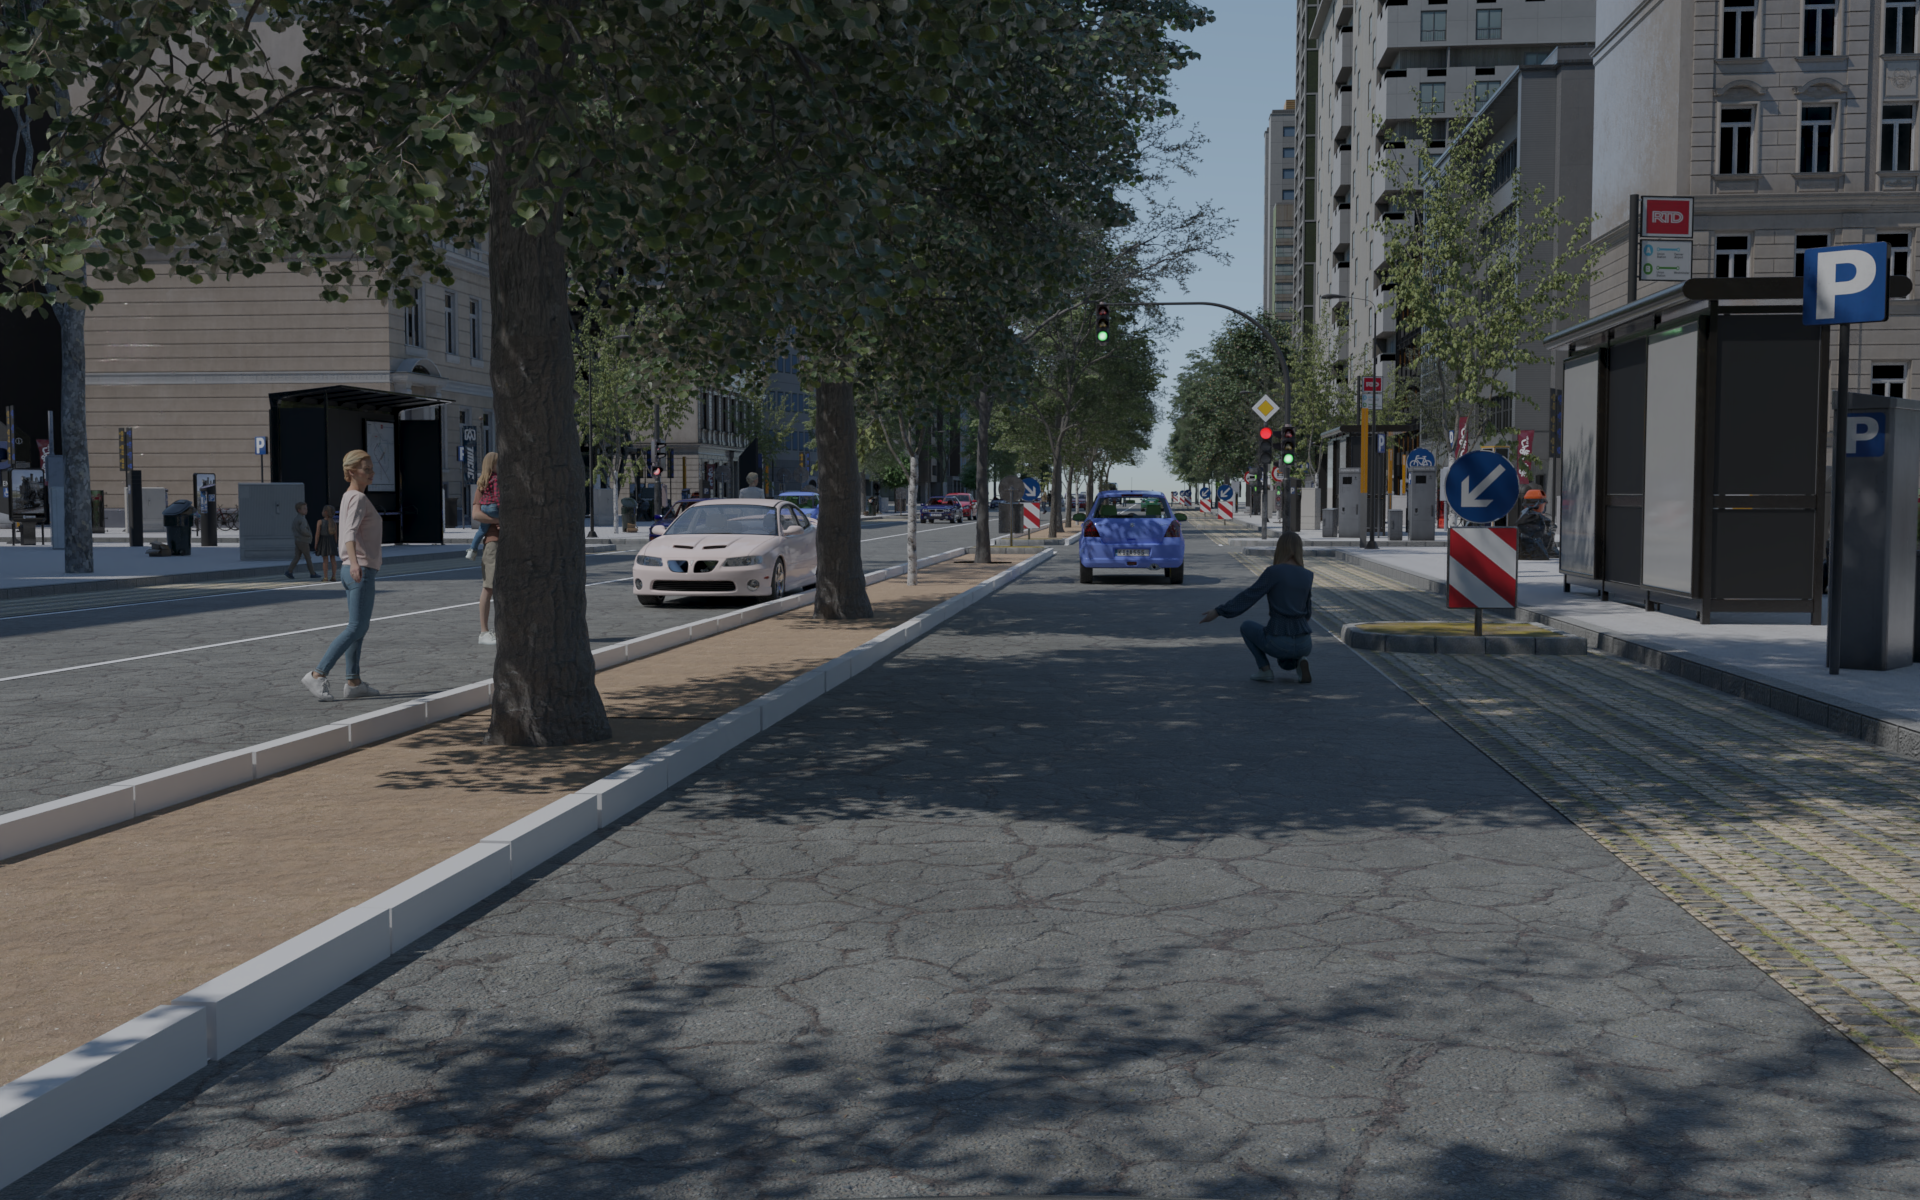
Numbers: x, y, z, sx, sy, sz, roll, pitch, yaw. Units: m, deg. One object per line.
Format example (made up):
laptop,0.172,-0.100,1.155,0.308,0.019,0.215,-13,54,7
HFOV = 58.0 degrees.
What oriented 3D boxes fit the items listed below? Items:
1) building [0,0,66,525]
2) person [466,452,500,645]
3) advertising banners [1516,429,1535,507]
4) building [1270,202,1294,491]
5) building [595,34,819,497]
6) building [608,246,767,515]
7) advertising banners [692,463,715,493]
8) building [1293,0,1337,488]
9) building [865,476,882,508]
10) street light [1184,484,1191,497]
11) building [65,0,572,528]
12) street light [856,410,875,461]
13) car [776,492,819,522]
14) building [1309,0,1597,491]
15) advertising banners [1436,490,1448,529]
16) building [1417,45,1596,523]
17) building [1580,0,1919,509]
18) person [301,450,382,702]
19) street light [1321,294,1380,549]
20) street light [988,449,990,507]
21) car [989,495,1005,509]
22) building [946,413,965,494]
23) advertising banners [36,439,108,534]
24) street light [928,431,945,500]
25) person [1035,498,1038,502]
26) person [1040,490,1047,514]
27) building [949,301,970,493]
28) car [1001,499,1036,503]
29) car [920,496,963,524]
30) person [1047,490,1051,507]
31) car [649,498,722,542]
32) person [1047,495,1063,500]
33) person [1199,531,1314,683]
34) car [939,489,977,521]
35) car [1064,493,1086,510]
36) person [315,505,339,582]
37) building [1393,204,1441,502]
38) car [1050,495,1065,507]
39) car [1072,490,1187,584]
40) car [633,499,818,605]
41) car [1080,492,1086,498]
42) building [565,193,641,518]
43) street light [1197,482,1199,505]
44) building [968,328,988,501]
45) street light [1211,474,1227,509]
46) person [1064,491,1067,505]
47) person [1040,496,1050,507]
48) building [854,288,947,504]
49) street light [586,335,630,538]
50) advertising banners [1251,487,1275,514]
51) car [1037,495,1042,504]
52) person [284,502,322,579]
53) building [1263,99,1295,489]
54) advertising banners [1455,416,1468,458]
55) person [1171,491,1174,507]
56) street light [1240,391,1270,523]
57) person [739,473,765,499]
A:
building,-46.096,-14.740,70.671,15.834,23.373,12.332,0,4,6
person,-4.426,-0.495,16.568,0.573,1.828,0.580,-1,4,-11
advertising banners,14.879,-3.151,47.707,0.090,3.025,2.074,-3,4,-39
building,50.904,-34.267,243.852,14.154,41.232,14.086,0,4,6
building,-22.231,-36.665,141.466,21.231,58.520,28.212,0,4,6
building,-19.750,-15.390,116.258,10.561,19.102,19.286,0,4,6
advertising banners,-15.066,-6.335,99.768,2.074,3.025,0.090,-2,4,-28
building,52.362,-48.141,225.352,20.563,71.187,20.611,0,4,6
building,-24.491,-29.179,168.951,32.217,40.220,23.993,0,4,6
street light,26.910,-13.874,199.387,1.470,5.913,1.316,0,4,6
building,-26.194,-17.619,73.981,13.634,28.700,20.117,0,4,6
street light,-5.184,-7.564,96.212,1.470,5.913,1.316,0,4,6
car,-5.264,-2.845,56.099,1.945,1.707,3.694,0,4,5
building,49.934,-35.566,170.746,28.713,52.752,27.495,0,4,6
advertising banners,17.767,-4.133,63.756,0.090,3.025,2.074,-2,4,-34
building,33.316,-16.579,90.134,14.314,24.678,30.058,0,4,6
building,36.456,-16.174,61.710,25.104,27.353,12.463,0,4,6
person,-4.294,-0.177,12.071,0.598,1.740,0.731,-3,4,-38
street light,9.064,-4.141,40.246,1.470,5.913,1.316,0,4,6
street light,3.357,-12.283,173.362,1.470,5.913,1.316,0,4,6
car,3.758,-9.138,161.982,1.945,1.354,3.894,0,4,6
building,-9.979,-49.407,246.053,20.563,71.187,20.611,0,4,6
advertising banners,-28.543,-3.639,55.689,0.090,3.025,2.074,3,5,45
street light,-1.763,-9.478,127.505,1.470,5.913,1.316,0,4,6
person,6.641,-8.555,151.632,0.557,1.426,1.065,1,4,17
person,5.998,-7.068,123.972,0.656,1.842,0.836,2,4,26
building,-6.066,-37.558,264.184,14.600,45.320,14.200,0,4,6
car,3.253,-4.995,93.667,2.014,1.417,4.499,1,4,8
car,-0.903,-4.460,85.507,1.945,1.354,3.894,0,4,8
person,9.954,-11.200,191.254,1.348,1.869,0.705,-1,4,-12
car,-5.963,-1.679,40.038,1.945,1.354,3.894,0,4,6
person,7.678,-8.030,139.819,1.348,1.821,0.705,0,4,6
person,2.359,0.041,13.322,1.012,1.151,0.738,-1,4,-11
car,-0.090,-5.261,95.056,2.155,1.783,4.494,0,4,6
car,10.295,-8.797,152.871,2.155,1.783,4.494,0,4,4
person,-10.329,-0.921,28.221,0.362,1.253,0.373,-3,5,-41
building,35.873,-17.347,113.300,12.332,23.373,15.834,0,4,6
car,11.033,-11.349,197.555,2.014,1.417,4.499,0,4,5
car,2.843,-1.185,28.968,1.945,1.707,3.694,0,4,4
car,-3.054,-0.700,23.802,2.083,1.381,4.827,0,4,7
car,18.782,-15.335,259.400,2.281,1.827,5.304,0,4,6
building,-26.182,-13.810,93.239,16.820,18.784,16.811,0,4,6
street light,21.850,-11.095,153.942,1.470,5.913,1.316,0,4,6
building,-3.104,-36.366,278.183,14.154,41.232,14.086,0,4,6
street light,18.441,-9.221,123.298,1.470,5.913,1.316,0,4,6
person,14.175,-13.543,229.798,0.709,1.838,0.599,0,4,5
person,9.306,-11.044,189.772,1.217,1.736,0.721,-2,4,-30
building,-9.478,-27.973,229.058,14.160,30.474,14.107,0,4,6
street light,-10.291,-4.784,50.757,1.470,5.913,1.316,0,4,6
advertising banners,19.615,-7.026,111.055,2.074,3.025,0.090,0,4,-4
car,9.742,-12.399,215.304,1.945,1.354,3.894,0,4,7
person,-11.123,-1.007,29.235,0.475,1.303,0.640,2,4,35
building,56.866,-44.183,264.393,21.231,58.520,28.212,0,4,6
advertising banners,11.458,-2.574,38.274,0.090,3.025,2.074,-1,4,-11
person,22.966,-10.871,186.944,0.721,1.736,1.217,1,4,11
street light,13.308,-6.460,78.165,1.470,5.913,1.316,0,4,6
person,-3.930,-1.507,33.013,0.514,1.842,0.818,-2,4,-24
